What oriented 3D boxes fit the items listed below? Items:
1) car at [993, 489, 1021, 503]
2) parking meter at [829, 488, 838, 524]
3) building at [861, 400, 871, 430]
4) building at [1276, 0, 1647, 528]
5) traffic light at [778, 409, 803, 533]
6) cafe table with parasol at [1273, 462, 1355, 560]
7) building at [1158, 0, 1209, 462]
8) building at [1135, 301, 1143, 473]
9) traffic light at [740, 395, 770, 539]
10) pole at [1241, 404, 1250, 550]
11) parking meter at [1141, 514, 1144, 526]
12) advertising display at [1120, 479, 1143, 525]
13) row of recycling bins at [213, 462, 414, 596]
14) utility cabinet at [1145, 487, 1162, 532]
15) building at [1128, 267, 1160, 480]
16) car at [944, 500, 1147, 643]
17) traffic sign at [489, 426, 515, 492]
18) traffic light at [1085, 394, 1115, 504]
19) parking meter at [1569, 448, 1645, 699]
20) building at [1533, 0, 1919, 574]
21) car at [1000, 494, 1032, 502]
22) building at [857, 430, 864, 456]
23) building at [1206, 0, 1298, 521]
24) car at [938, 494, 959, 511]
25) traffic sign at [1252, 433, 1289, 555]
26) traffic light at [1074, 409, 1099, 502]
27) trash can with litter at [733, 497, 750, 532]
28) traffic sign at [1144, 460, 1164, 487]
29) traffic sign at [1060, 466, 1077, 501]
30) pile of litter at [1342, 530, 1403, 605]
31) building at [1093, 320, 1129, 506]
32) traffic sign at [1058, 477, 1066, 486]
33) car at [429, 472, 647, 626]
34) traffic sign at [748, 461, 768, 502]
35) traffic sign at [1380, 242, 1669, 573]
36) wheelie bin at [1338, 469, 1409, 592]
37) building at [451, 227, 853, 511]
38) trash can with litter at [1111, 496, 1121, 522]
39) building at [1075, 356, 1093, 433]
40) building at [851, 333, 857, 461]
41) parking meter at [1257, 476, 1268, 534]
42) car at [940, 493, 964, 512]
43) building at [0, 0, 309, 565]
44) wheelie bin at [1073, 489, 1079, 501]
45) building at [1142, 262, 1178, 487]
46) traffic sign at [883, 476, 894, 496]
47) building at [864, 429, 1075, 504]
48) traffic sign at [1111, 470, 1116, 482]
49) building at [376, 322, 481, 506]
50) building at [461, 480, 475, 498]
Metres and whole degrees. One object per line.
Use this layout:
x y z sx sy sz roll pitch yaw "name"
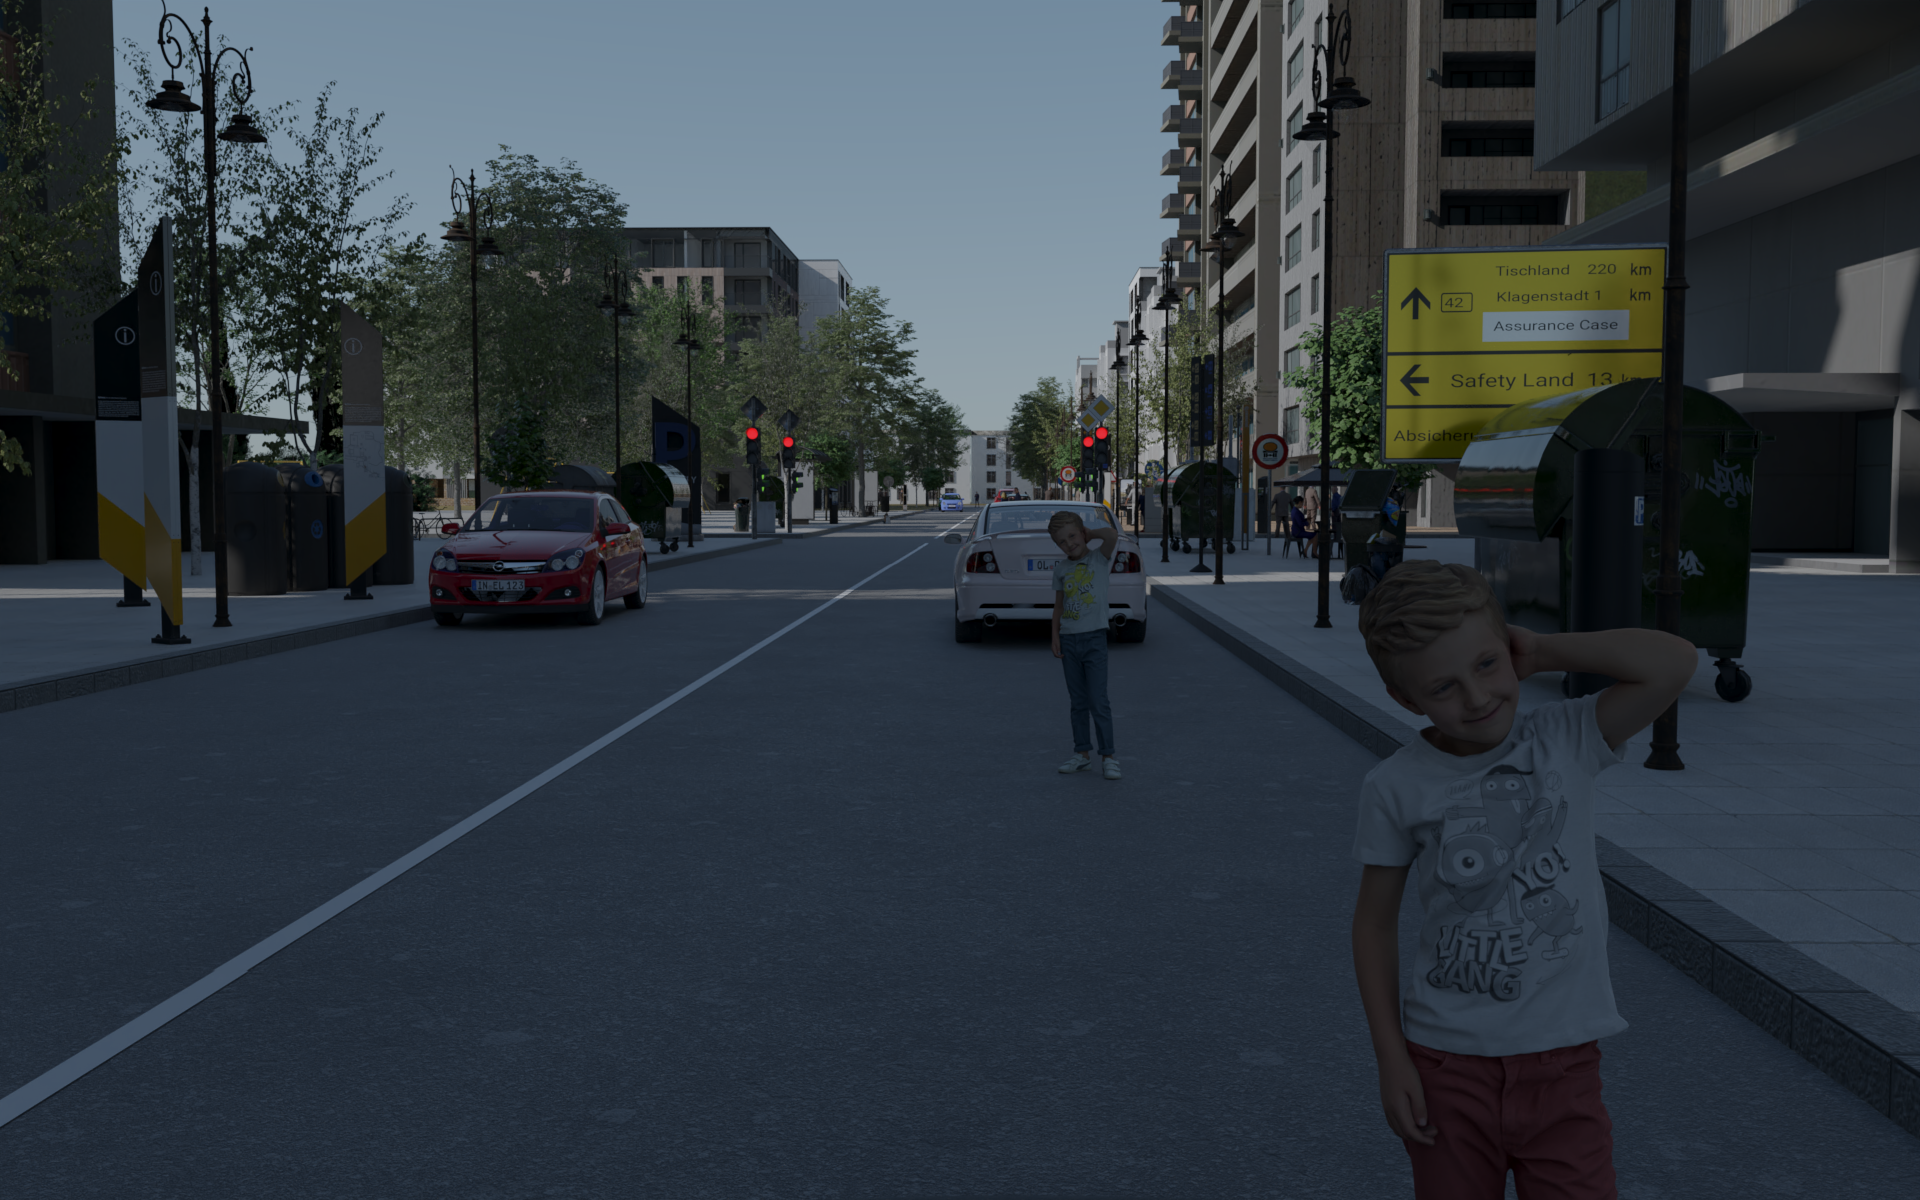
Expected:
3.474 -7.021 123.464 2.281 1.827 5.304 0 4 0 "car"
-5.413 -4.028 74.266 0.372 1.533 0.369 0 3 0 "parking meter"
-28.311 -22.437 233.299 31.486 18.905 16.747 0 4 2 "building"
21.048 -18.275 70.505 14.107 30.474 14.160 0 4 2 "building"
-5.589 -4.162 56.973 0.839 4.253 0.868 0 4 2 "traffic light"
7.327 -1.799 34.276 2.610 1.966 2.610 -2 4 -35 "cafe table with parasol"
25.014 -28.241 116.363 22.147 44.769 28.867 0 4 2 "building"
23.326 -17.940 149.744 16.016 20.091 11.380 0 4 2 "building"
-5.809 -3.674 48.991 0.839 4.253 0.868 0 4 2 "traffic light"
6.507 -2.791 39.476 0.158 3.312 0.155 0 3 0 "pole"
7.600 -3.813 70.755 0.372 1.533 0.369 0 3 0 "parking meter"
7.105 -4.079 71.899 0.974 1.923 0.123 2 4 24 "advertising display"
-8.680 -0.993 23.354 1.069 1.692 3.534 1 4 18 "row of recycling bins"
6.718 -2.976 57.341 1.173 1.500 0.318 1 4 8 "utility cabinet"
30.505 -20.055 171.874 27.936 21.610 32.646 0 4 2 "building"
0.865 -0.349 18.065 2.083 1.381 4.827 0 3 0 "car"
-8.411 -1.970 32.319 0.768 2.556 0.104 0 4 3 "traffic sign"
3.949 -3.659 48.739 0.839 4.253 0.868 0 4 2 "traffic light"
3.643 -0.082 9.759 0.372 1.533 0.369 0 3 0 "parking meter"
26.138 -26.665 25.217 28.713 52.752 27.495 0 4 2 "building"
3.133 -5.102 93.208 2.009 1.686 4.222 0 4 2 "car"
-25.633 -15.575 196.801 28.070 9.664 9.099 0 4 2 "building"
24.849 -28.541 90.353 21.300 48.544 21.600 0 4 2 "building"
-0.914 -8.642 150.093 1.959 1.807 4.718 0 4 2 "car"
6.486 -2.213 36.282 0.768 2.556 0.104 0 4 7 "traffic sign"
4.168 -4.147 56.721 0.839 4.253 0.868 0 4 2 "traffic light"
-7.498 -2.901 58.822 0.624 1.170 1.055 -1 4 -23 "trash can with litter"
7.242 -3.940 64.524 0.768 2.556 0.104 0 4 2 "traffic sign"
4.849 -4.731 77.454 0.768 2.556 0.104 0 4 8 "traffic sign"
5.247 -0.400 20.513 1.719 0.858 1.176 -1 4 -20 "pile of litter"
23.499 -20.653 194.093 16.016 20.091 11.380 0 4 2 "building"
6.724 -6.900 112.925 0.768 2.556 0.104 0 4 5 "traffic sign"
-4.832 -0.683 20.212 2.155 1.783 4.494 0 4 0 "car"
-7.586 -3.970 65.012 0.768 2.556 0.104 1 4 11 "traffic sign"
4.627 -1.249 14.292 2.265 3.308 0.079 1 4 9 "traffic sign"
5.236 -0.861 21.977 0.693 1.594 0.980 -3 5 -42 "wheelie bin"
-24.586 -18.665 149.148 27.936 21.610 32.646 0 4 2 "building"
6.809 -4.186 79.495 1.678 1.210 2.233 -2 4 -25 "trash can with litter"
21.233 -22.893 230.717 11.380 20.091 16.016 0 4 2 "building"
-18.820 -19.966 182.861 16.016 20.091 11.380 0 4 2 "building"
9.821 -3.080 56.075 0.255 1.863 0.399 3 5 40 "parking meter"
-0.612 -7.770 136.632 1.945 1.707 3.694 0 4 1 "car"
-30.135 -22.931 29.543 28.867 44.769 22.147 0 4 2 "building"
7.196 -5.883 104.087 0.980 1.594 0.693 1 4 14 "wheelie bin"
23.256 -17.245 138.383 16.016 20.091 11.380 0 4 2 "building"
-5.048 -7.476 122.343 0.768 2.556 0.104 0 4 5 "traffic sign"
1.452 -17.561 229.275 28.070 9.664 9.099 0 4 2 "building"
6.540 -4.682 76.557 0.884 2.594 0.081 0 4 5 "traffic sign"
-57.180 -20.638 193.852 11.380 20.091 16.016 0 4 2 "building"
-59.930 -22.511 234.517 31.486 18.905 16.747 0 4 2 "building"
